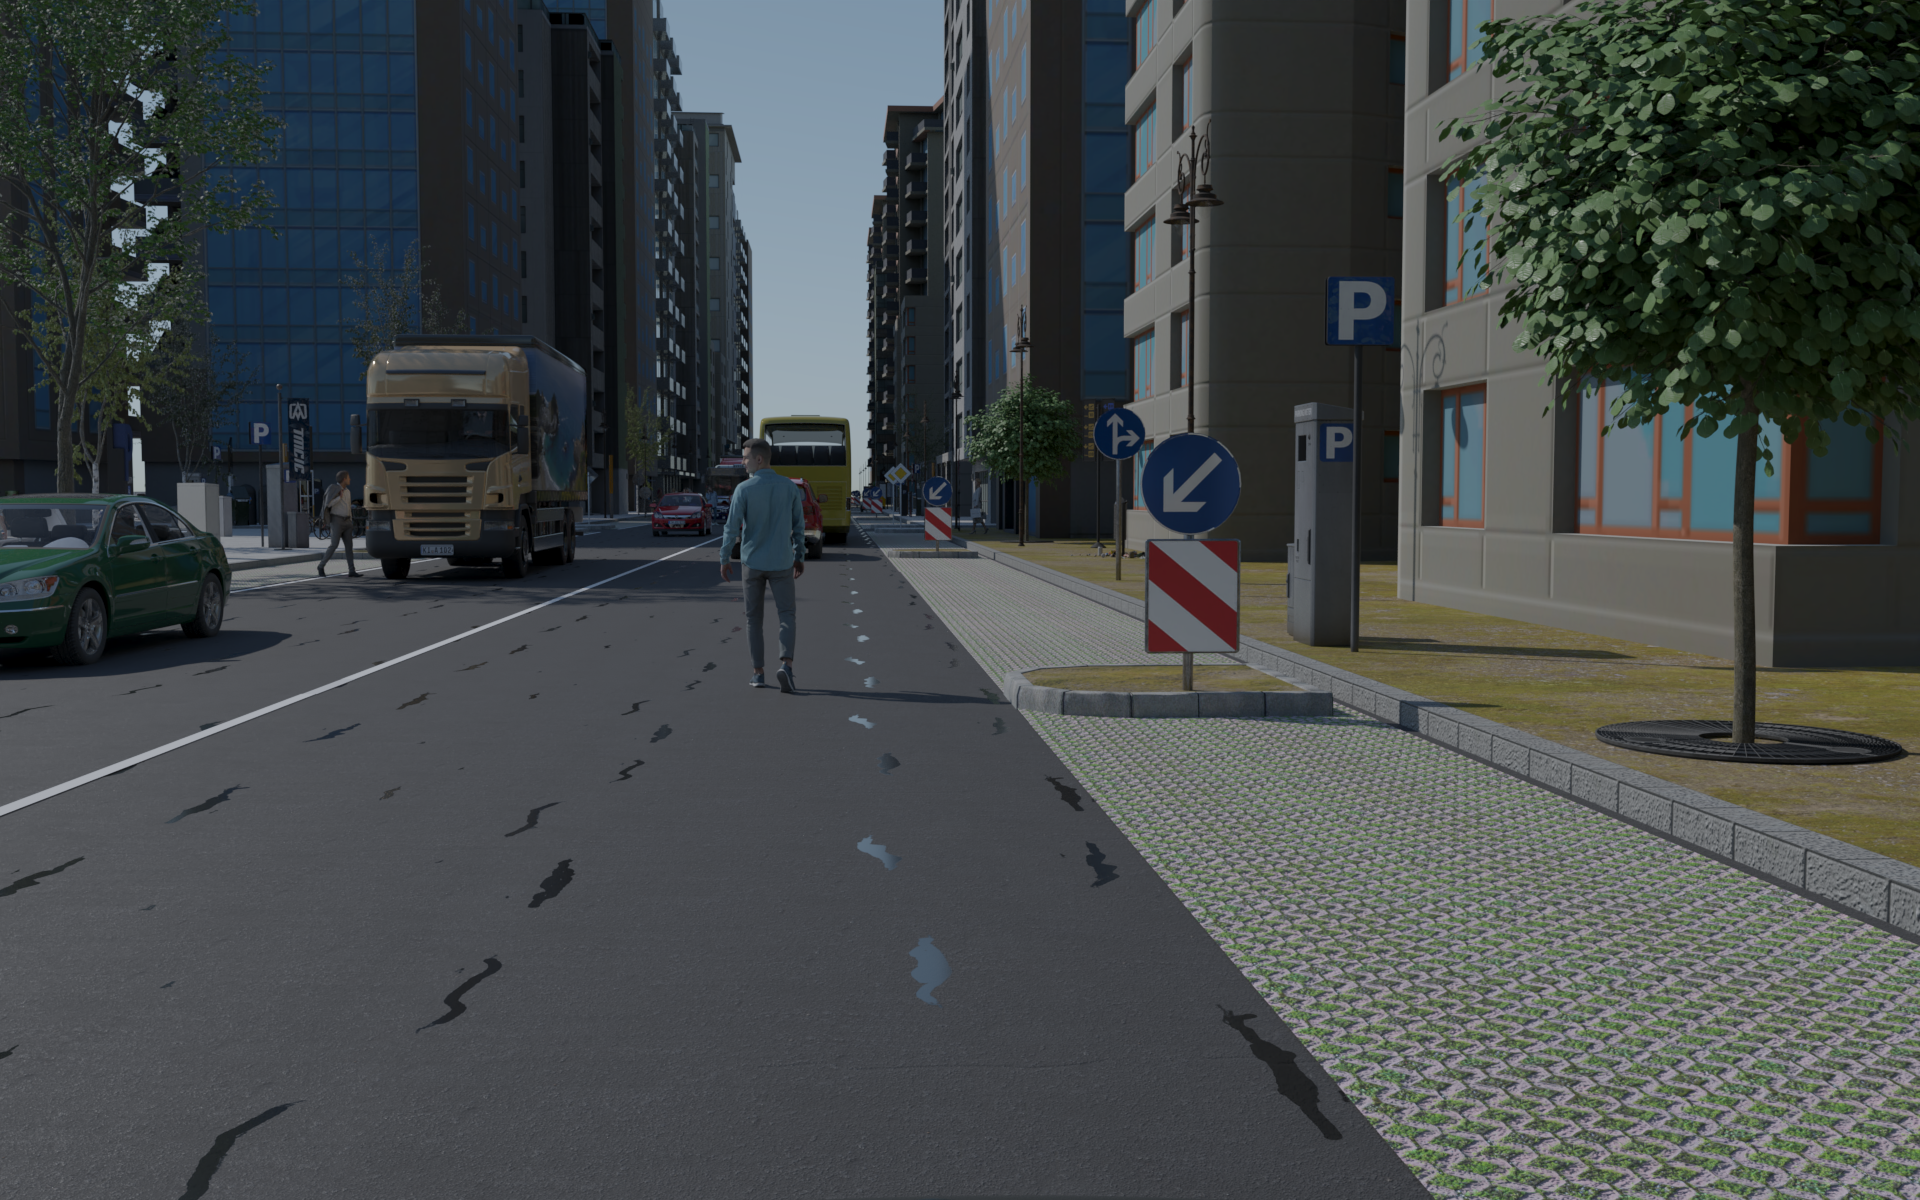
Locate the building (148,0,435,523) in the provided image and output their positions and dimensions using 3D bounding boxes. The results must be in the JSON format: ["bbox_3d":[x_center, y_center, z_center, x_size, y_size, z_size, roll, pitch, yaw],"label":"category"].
[{"bbox_3d":[-29.190,-26.412,81.945,14.600,45.320,14.200,0,4,-4],"label":"building"}]

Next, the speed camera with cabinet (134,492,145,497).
[{"bbox_3d":[-59.904,-8.002,125.169,2.038,3.252,0.660,0,4,6],"label":"speed camera with cabinet"}]

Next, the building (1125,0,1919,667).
[{"bbox_3d":[18.746,-11.162,27.539,27.650,21.520,28.899,0,4,-4],"label":"building"}]

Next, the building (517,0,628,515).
[{"bbox_3d":[-28.130,-20.364,104.646,14.160,30.474,14.107,0,4,-4],"label":"building"}]

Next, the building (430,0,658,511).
[{"bbox_3d":[-31.029,-29.500,132.436,14.600,45.320,14.200,0,4,-4],"label":"building"}]

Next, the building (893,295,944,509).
[{"bbox_3d":[7.941,-19.650,166.319,27.650,21.520,28.899,0,4,-4],"label":"building"}]

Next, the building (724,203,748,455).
[{"bbox_3d":[-44.935,-39.866,271.416,23.786,49.044,30.456,0,4,-4],"label":"building"}]

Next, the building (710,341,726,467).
[{"bbox_3d":[-42.494,-21.999,204.729,27.650,21.520,28.899,0,4,-4],"label":"building"}]

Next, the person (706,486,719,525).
[{"bbox_3d":[-11.364,-4.325,79.479,0.793,1.790,0.793,2,4,24],"label":"person"}]

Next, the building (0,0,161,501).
[{"bbox_3d":[-45.455,-25.981,74.892,14.200,45.320,14.600,0,4,-4],"label":"building"}]

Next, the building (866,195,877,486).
[{"bbox_3d":[-1.653,-36.355,249.033,22.147,44.769,28.867,0,4,-4],"label":"building"}]

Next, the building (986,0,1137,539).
[{"bbox_3d":[8.341,-24.802,55.629,14.600,45.320,14.200,0,4,-4],"label":"building"}]

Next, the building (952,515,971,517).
[{"bbox_3d":[9.388,-40.554,101.304,20.563,71.187,20.611,0,4,-4],"label":"building"}]

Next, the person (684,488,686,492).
[{"bbox_3d":[-18.904,-6.764,119.094,0.555,1.821,0.388,3,5,44],"label":"person"}]

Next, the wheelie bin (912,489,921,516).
[{"bbox_3d":[-2.314,-5.744,101.820,0.980,1.594,0.693,0,4,0],"label":"wheelie bin"}]

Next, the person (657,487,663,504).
[{"bbox_3d":[-23.347,-7.876,134.790,0.580,1.828,0.573,3,4,38],"label":"person"}]

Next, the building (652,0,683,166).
[{"bbox_3d":[-37.405,-33.057,160.086,23.786,49.044,30.456,0,4,-4],"label":"building"}]

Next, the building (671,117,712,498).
[{"bbox_3d":[-33.911,-30.547,183.031,14.154,41.232,14.086,0,4,-4],"label":"building"}]

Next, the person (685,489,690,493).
[{"bbox_3d":[-17.983,-6.471,114.569,0.793,1.790,0.793,0,4,5],"label":"person"}]

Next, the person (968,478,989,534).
[{"bbox_3d":[0.607,-2.995,55.367,0.624,1.780,0.694,1,4,16],"label":"person"}]

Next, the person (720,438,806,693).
[{"bbox_3d":[-1.436,-0.264,12.673,0.638,1.841,0.748,0,4,-8],"label":"person"}]

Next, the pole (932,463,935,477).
[{"bbox_3d":[-1.721,-7.276,112.811,0.158,3.312,0.155,0,3,0],"label":"pole"}]

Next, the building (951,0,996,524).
[{"bbox_3d":[7.050,-18.730,77.935,14.107,30.474,14.160,0,4,-4],"label":"building"}]

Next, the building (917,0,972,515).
[{"bbox_3d":[7.417,-42.296,129.794,20.563,71.187,20.611,0,4,-4],"label":"building"}]

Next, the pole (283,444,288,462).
[{"bbox_3d":[-27.225,-4.651,69.889,0.158,3.312,0.155,0,3,0],"label":"pole"}]

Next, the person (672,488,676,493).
[{"bbox_3d":[-16.865,-5.701,102.059,0.694,1.780,0.624,-2,4,-24],"label":"person"}]

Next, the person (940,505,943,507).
[{"bbox_3d":[-1.090,-5.433,95.466,0.593,1.750,0.643,-1,4,-16],"label":"person"}]

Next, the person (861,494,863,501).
[{"bbox_3d":[-16.883,-17.937,300.026,1.217,1.735,0.721,-3,5,-42],"label":"person"}]

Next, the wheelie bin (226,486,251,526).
[{"bbox_3d":[-29.138,-3.792,69.899,0.693,1.594,0.980,3,5,39],"label":"wheelie bin"}]

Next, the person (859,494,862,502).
[{"bbox_3d":[-16.747,-17.364,290.733,0.721,1.735,1.217,1,4,17],"label":"person"}]

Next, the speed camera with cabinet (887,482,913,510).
[{"bbox_3d":[-4.771,-8.809,138.367,2.038,3.252,0.660,-2,4,-26],"label":"speed camera with cabinet"}]

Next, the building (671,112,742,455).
[{"bbox_3d":[-45.396,-39.941,242.272,28.713,52.752,27.495,0,4,-4],"label":"building"}]

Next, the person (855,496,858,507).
[{"bbox_3d":[-10.798,-10.522,180.534,0.705,1.824,1.348,-1,4,-19],"label":"person"}]

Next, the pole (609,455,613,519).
[{"bbox_3d":[-18.217,-5.909,90.451,0.158,3.312,0.155,0,3,0],"label":"pole"}]

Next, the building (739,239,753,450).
[{"bbox_3d":[-42.419,-39.385,294.058,14.600,45.320,14.200,0,4,-4],"label":"building"}]

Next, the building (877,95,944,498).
[{"bbox_3d":[2.523,-32.997,194.121,22.147,44.769,28.867,0,4,-4],"label":"building"}]

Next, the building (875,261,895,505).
[{"bbox_3d":[-3.609,-27.151,215.616,14.160,30.474,14.107,0,4,-4],"label":"building"}]

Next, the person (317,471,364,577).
[{"bbox_3d":[-10.684,-1.294,29.759,0.850,1.850,0.679,1,4,13],"label":"person"}]

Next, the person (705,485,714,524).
[{"bbox_3d":[-11.792,-4.437,80.963,0.836,1.842,0.656,-2,4,-31],"label":"person"}]

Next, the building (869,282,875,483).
[{"bbox_3d":[-8.649,-39.728,299.664,14.600,45.320,14.200,0,4,-4],"label":"building"}]
